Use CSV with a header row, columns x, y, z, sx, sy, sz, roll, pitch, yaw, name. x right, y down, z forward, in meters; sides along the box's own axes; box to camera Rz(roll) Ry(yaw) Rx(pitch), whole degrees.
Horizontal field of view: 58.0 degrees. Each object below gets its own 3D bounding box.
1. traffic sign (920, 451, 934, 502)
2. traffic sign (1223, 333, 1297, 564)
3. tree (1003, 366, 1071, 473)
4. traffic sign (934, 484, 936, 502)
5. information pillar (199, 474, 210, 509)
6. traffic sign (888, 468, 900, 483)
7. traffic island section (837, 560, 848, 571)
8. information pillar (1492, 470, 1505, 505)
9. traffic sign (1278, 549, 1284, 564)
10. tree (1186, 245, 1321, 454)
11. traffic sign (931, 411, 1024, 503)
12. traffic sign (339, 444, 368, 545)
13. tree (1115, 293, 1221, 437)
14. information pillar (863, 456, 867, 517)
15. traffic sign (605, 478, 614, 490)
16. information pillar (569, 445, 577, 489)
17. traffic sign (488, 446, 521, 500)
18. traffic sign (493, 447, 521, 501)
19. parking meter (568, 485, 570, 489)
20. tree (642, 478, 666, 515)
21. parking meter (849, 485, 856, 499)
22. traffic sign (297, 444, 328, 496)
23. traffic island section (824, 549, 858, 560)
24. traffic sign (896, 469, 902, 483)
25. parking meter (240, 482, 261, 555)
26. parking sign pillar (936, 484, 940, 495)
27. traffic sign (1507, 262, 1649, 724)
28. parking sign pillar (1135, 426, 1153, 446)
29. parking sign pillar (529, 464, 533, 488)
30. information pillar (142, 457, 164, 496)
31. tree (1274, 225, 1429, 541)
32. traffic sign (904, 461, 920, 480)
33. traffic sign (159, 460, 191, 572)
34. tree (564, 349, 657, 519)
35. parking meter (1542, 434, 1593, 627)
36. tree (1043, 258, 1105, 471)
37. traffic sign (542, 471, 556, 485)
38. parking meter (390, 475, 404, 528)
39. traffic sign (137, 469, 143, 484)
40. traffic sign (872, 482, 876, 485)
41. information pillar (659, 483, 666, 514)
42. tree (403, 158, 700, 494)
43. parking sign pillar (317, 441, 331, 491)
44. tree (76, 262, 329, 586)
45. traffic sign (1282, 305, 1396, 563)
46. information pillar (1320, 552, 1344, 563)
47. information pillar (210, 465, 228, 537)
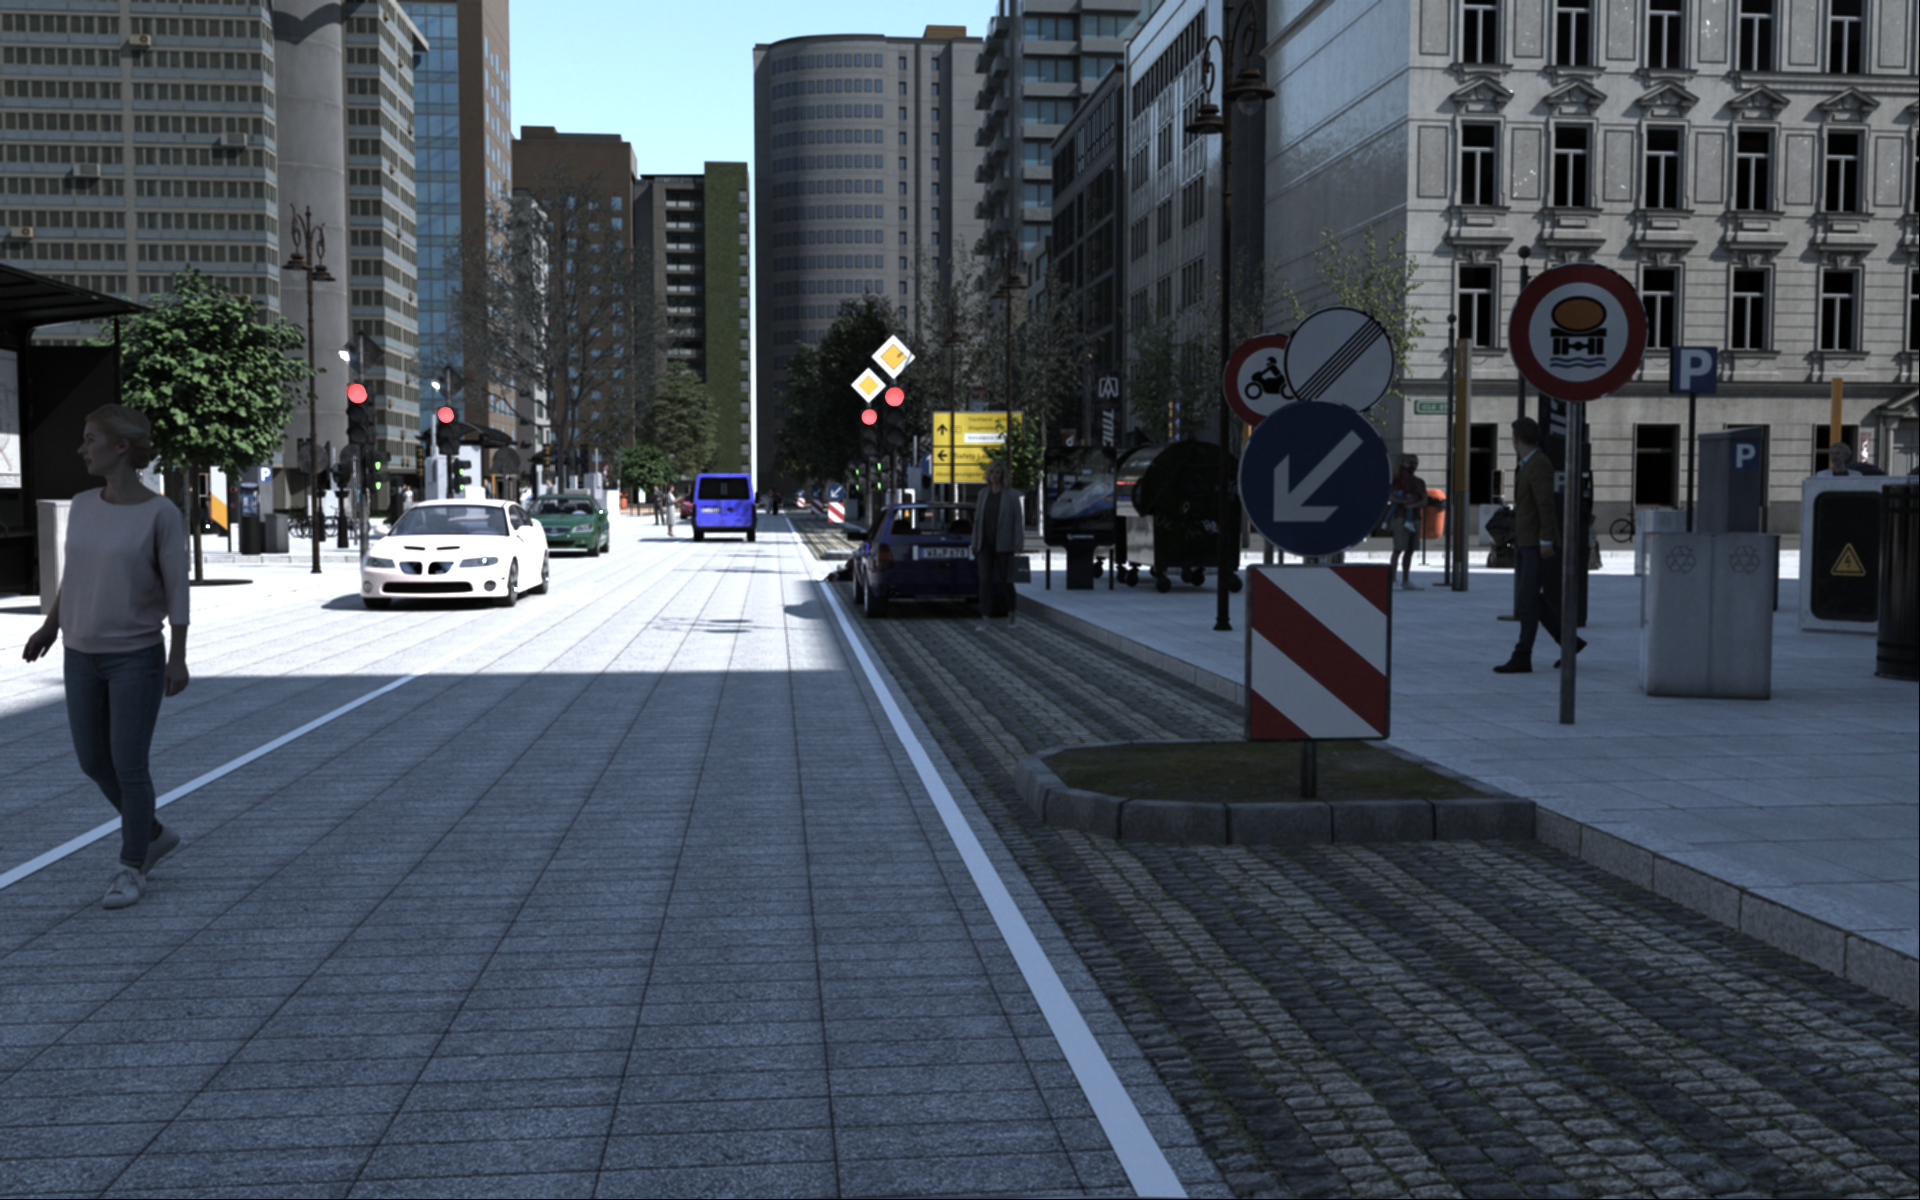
x,y,z,sx,sy,sz,roll,pitch,yaw,name
-0.809,-3.151,51.626,0.768,2.556,0.104,0,4,2,traffic sign
2.470,-0.840,13.832,0.768,2.556,0.104,0,4,1,traffic sign
4.466,-8.996,97.447,4.737,8.622,4.395,0,3,0,tree
-0.964,-4.042,66.091,0.884,2.594,0.081,0,4,0,traffic sign
-27.276,-3.549,62.512,0.304,2.012,0.304,0,4,-8,information pillar
-3.283,-5.129,83.962,0.768,2.556,0.104,0,4,0,traffic sign
-1.152,-0.516,30.723,2.009,0.180,2.903,0,4,-6,traffic island section
16.451,-2.966,52.986,0.304,2.012,0.304,2,4,31,information pillar
3.524,-1.031,18.982,0.606,2.300,0.079,0,4,-1,traffic sign
8.643,-6.237,52.335,4.360,8.622,3.978,0,3,0,tree
0.429,-2.973,42.480,2.265,3.308,0.079,0,4,-1,traffic sign
-15.109,-2.638,43.234,0.768,2.556,0.104,0,4,2,traffic sign
7.468,-6.890,63.008,4.737,8.622,4.395,0,3,0,tree
-5.198,-6.348,95.139,0.183,3.616,0.504,1,4,14,information pillar
-19.222,-5.753,94.066,0.884,2.594,0.081,0,4,-6,traffic sign
-17.351,-5.281,77.695,0.504,3.616,0.183,3,5,41,information pillar
-12.237,-2.846,46.532,0.884,2.594,0.081,0,4,-2,traffic sign
-12.263,-2.858,46.841,0.768,2.556,0.104,0,4,3,traffic sign
-23.883,-6.150,106.258,0.399,1.863,0.255,3,4,36,parking meter
-19.379,-6.917,107.687,1.663,3.219,1.824,0,3,0,tree
-5.853,-5.420,94.329,0.399,1.863,0.255,-1,4,-14,parking meter
-16.376,-2.675,43.843,0.768,2.556,0.104,0,4,-6,traffic sign
-2.009,-1.002,38.662,2.009,0.180,2.903,0,4,-6,traffic island section
-3.227,-5.316,87.015,0.768,2.556,0.104,0,4,4,traffic sign
-14.945,-1.716,36.466,0.372,1.533,0.369,0,3,0,parking meter
-0.889,-5.889,84.762,1.447,3.967,1.447,2,4,35,parking sign pillar
3.396,-0.581,9.611,0.768,2.556,0.104,0,4,1,traffic sign
7.570,-4.956,69.500,1.447,3.967,1.447,3,5,45,parking sign pillar
-26.401,-7.354,108.713,1.447,3.967,1.447,3,5,40,parking sign pillar
-17.337,-2.802,37.163,0.504,3.616,0.183,1,4,16,information pillar
10.691,-5.888,46.626,4.737,8.622,4.395,0,3,0,tree
-1.838,-4.033,66.044,0.768,2.556,0.104,0,4,1,traffic sign
-12.746,-1.747,28.559,0.884,2.594,0.081,0,4,-5,traffic sign
-17.511,-8.380,87.368,4.360,8.622,3.978,0,3,0,tree
5.868,-0.674,16.726,0.399,1.863,0.255,3,5,45,parking meter
2.246,-6.302,53.405,4.360,8.622,3.978,0,3,0,tree
-18.098,-4.532,76.236,0.606,2.300,0.079,0,4,-5,traffic sign
-17.651,-2.971,54.283,0.255,1.863,0.399,1,4,17,parking meter
-13.845,-1.783,29.258,0.768,2.556,0.104,0,4,4,traffic sign
-4.501,-5.956,97.384,0.884,2.594,0.081,0,4,-2,traffic sign
-18.966,-6.479,110.422,0.304,2.012,0.304,3,5,43,information pillar
-14.484,-9.327,62.859,12.009,13.543,11.850,0,3,0,tree
-32.101,-6.040,87.219,1.447,3.967,1.447,0,4,-3,parking sign pillar
-10.805,-2.505,24.665,4.285,4.588,4.351,0,3,0,tree
2.563,-0.715,11.801,0.768,2.556,0.104,0,4,0,traffic sign
5.664,-1.342,26.441,0.304,2.012,0.304,-2,4,-26,information pillar
-22.129,-3.695,51.771,0.504,3.616,0.183,-1,4,-10,information pillar
